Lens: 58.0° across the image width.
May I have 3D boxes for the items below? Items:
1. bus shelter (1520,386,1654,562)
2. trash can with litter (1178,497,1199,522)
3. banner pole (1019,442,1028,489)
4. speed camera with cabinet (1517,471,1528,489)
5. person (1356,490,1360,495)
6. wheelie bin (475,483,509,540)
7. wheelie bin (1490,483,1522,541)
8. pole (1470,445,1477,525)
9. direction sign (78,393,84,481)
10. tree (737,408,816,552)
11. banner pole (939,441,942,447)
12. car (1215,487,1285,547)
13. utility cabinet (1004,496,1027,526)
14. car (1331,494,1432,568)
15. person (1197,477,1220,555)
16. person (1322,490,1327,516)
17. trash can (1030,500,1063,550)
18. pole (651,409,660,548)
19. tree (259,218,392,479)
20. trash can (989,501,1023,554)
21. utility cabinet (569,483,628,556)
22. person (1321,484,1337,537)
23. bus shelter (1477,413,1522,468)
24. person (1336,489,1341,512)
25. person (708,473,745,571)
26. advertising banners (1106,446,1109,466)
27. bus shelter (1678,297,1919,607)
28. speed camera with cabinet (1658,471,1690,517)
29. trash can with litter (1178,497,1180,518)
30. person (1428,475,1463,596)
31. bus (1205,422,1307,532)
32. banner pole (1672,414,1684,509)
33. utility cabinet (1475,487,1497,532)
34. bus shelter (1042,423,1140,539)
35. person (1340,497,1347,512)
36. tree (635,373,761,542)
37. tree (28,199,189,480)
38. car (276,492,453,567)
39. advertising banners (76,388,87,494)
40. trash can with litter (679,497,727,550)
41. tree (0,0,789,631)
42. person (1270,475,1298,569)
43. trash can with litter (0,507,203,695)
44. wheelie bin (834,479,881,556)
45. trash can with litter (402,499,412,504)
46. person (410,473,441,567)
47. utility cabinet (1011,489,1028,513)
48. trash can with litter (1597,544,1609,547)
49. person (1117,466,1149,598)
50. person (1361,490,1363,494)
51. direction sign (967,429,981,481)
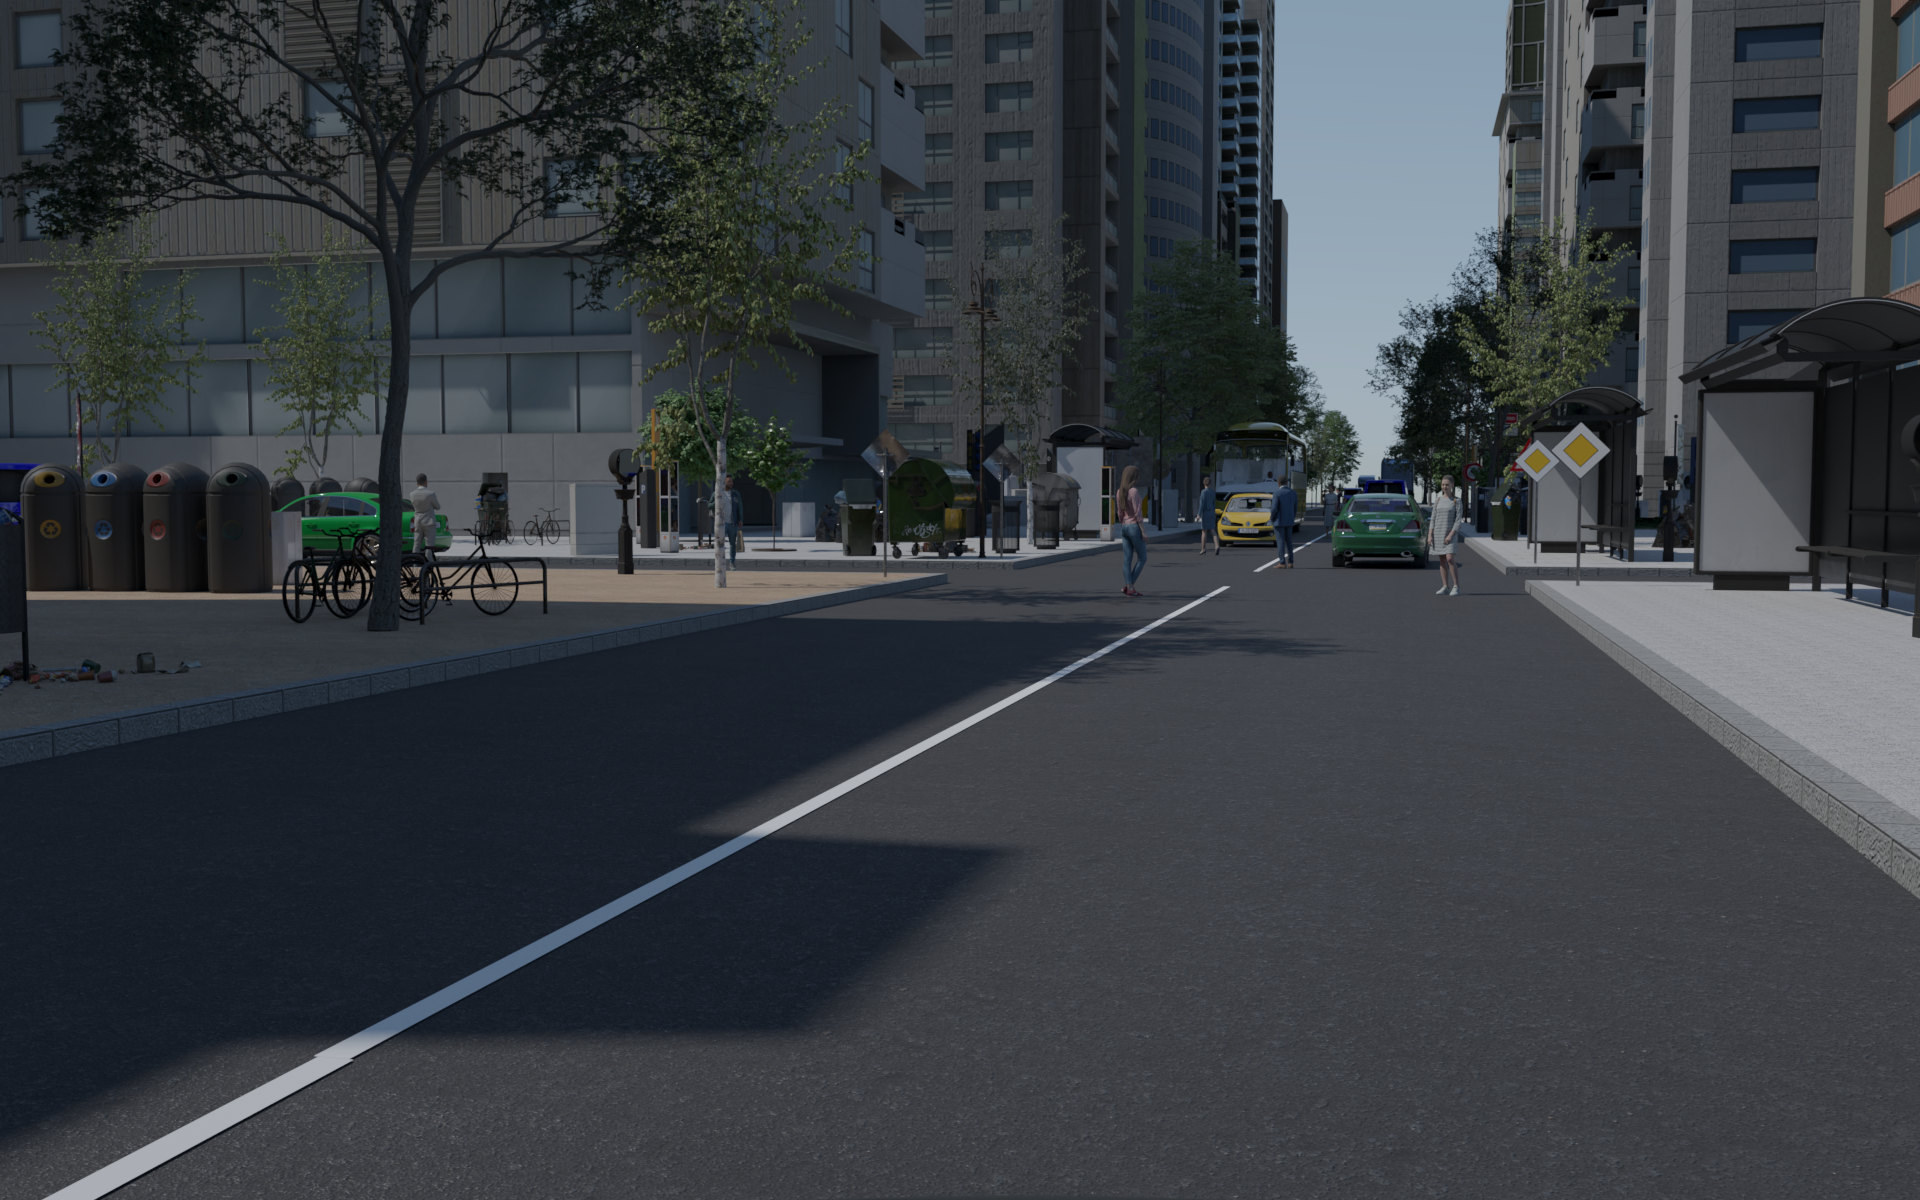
[{"bbox_3d":[12.541,-2.515,35.049,2.014,3.302,5.546,1,4,14],"label":"bus shelter"},{"bbox_3d":[10.517,-4.194,79.626,1.678,1.210,2.233,0,4,6],"label":"trash can with litter"},{"bbox_3d":[3.031,-5.704,83.274,0.863,3.779,0.401,-3,5,-42],"label":"banner pole"},{"bbox_3d":[22.370,-4.647,70.320,2.038,3.252,0.660,3,5,42],"label":"speed camera with cabinet"},{"bbox_3d":[27.348,-6.680,118.656,0.436,1.711,0.756,-2,4,-33],"label":"person"},{"bbox_3d":[-12.985,-2.465,48.215,0.693,1.594,0.980,3,5,43],"label":"wheelie bin"},{"bbox_3d":[15.025,-2.431,47.649,0.693,1.594,0.980,-1,4,-10],"label":"wheelie bin"},{"bbox_3d":[21.400,-4.791,72.168,0.158,3.312,0.155,0,3,0],"label":"pole"},{"bbox_3d":[-19.810,-2.879,39.062,0.379,3.537,0.876,-2,4,-26],"label":"direction sign"},{"bbox_3d":[-4.048,-2.708,38.871,1.663,3.219,1.824,0,3,0],"label":"tree"},{"bbox_3d":[-1.022,-5.590,81.418,0.401,3.779,0.863,2,4,26],"label":"banner pole"},{"bbox_3d":[8.116,-2.308,47.956,2.015,1.641,3.980,1,4,13],"label":"car"},{"bbox_3d":[2.170,-3.553,69.256,1.020,1.237,0.306,-1,4,-13],"label":"utility cabinet"},{"bbox_3d":[8.574,-1.428,35.144,2.131,1.459,4.920,1,4,16],"label":"car"},{"bbox_3d":[5.828,-1.962,40.606,0.581,1.822,0.654,-2,4,-23],"label":"person"},{"bbox_3d":[23.496,-6.226,111.116,0.721,1.723,1.217,3,4,36],"label":"person"},{"bbox_3d":[2.005,-1.743,40.144,0.748,1.137,0.748,0,3,0],"label":"trash can"},{"bbox_3d":[-7.284,-2.918,41.550,0.158,3.312,0.155,0,3,0],"label":"pole"},{"bbox_3d":[-17.135,-5.883,46.552,4.737,8.622,4.395,0,3,0],"label":"tree"},{"bbox_3d":[0.992,-1.577,37.435,0.748,1.137,0.748,0,3,0],"label":"trash can"},{"bbox_3d":[-7.503,-1.670,35.988,1.173,1.500,0.318,-3,4,-37],"label":"utility cabinet"},{"bbox_3d":[12.336,-2.985,57.875,0.480,1.755,0.524,2,4,26],"label":"person"},{"bbox_3d":[25.850,-6.466,83.345,2.179,5.291,8.768,1,4,14],"label":"bus shelter"},{"bbox_3d":[23.639,-6.107,108.792,0.568,1.767,0.683,1,4,15],"label":"person"},{"bbox_3d":[-4.255,-1.437,31.981,0.794,1.824,0.713,0,4,1],"label":"person"},{"bbox_3d":[4.612,-3.908,60.079,0.090,3.025,2.074,3,4,37],"label":"advertising banners"},{"bbox_3d":[9.957,-1.624,20.478,2.014,3.302,5.546,1,4,14],"label":"bus shelter"},{"bbox_3d":[27.778,-4.421,66.620,0.660,3.252,2.038,-1,4,-17],"label":"speed camera with cabinet"},{"bbox_3d":[11.246,-4.913,91.718,0.624,1.170,1.055,-1,4,-12],"label":"trash can with litter"},{"bbox_3d":[6.942,-0.928,24.680,0.512,1.701,0.522,3,5,41],"label":"person"},{"bbox_3d":[10.985,-4.356,62.773,2.896,3.916,12.252,1,4,14],"label":"bus"},{"bbox_3d":[22.659,-3.955,54.674,0.863,3.779,0.401,-3,5,-44],"label":"banner pole"},{"bbox_3d":[17.665,-3.014,57.956,0.318,1.500,1.173,-1,4,-12],"label":"utility cabinet"},{"bbox_3d":[4.007,-3.555,52.041,2.014,3.302,5.546,1,4,14],"label":"bus shelter"},{"bbox_3d":[15.940,-3.620,71.937,0.306,1.304,0.590,0,4,-2],"label":"person"},{"bbox_3d":[-7.053,-3.862,46.864,4.285,4.588,4.351,0,3,0],"label":"tree"},{"bbox_3d":[-20.676,-5.627,42.357,4.737,8.622,4.395,0,3,0],"label":"tree"},{"bbox_3d":[-12.670,-1.602,34.990,4.718,1.807,1.959,1,4,12],"label":"car"},{"bbox_3d":[-14.996,-2.042,29.568,0.090,3.025,2.074,-2,4,-25],"label":"advertising banners"},{"bbox_3d":[-6.243,-1.793,40.368,1.678,1.210,2.233,1,4,21],"label":"trash can with litter"},{"bbox_3d":[-5.073,-4.987,15.955,7.601,10.594,8.767,0,4,-4],"label":"tree"},{"bbox_3d":[6.242,-1.506,33.312,0.721,1.800,0.419,-2,4,-34],"label":"person"},{"bbox_3d":[-6.227,-0.050,11.870,1.678,1.210,2.233,3,5,41],"label":"trash can with litter"},{"bbox_3d":[-2.144,-1.714,35.940,0.980,1.594,0.693,-1,4,-19],"label":"wheelie bin"},{"bbox_3d":[-12.842,-1.735,39.749,0.624,1.170,1.055,0,4,-3],"label":"trash can with litter"},{"bbox_3d":[-9.497,-1.353,30.803,0.511,1.800,0.466,0,4,0],"label":"person"},{"bbox_3d":[2.990,-4.467,81.722,1.173,1.500,0.318,-2,4,-35],"label":"utility cabinet"},{"bbox_3d":[15.793,-1.888,42.250,0.624,1.170,1.055,2,4,35],"label":"trash can with litter"},{"bbox_3d":[2.407,-0.947,23.991,0.388,1.821,0.555,-3,5,-39],"label":"person"},{"bbox_3d":[35.569,-8.826,153.361,0.990,1.755,0.434,-1,4,-15],"label":"person"},{"bbox_3d":[0.481,-4.198,60.633,0.379,3.537,0.876,-2,4,-32],"label":"direction sign"}]
